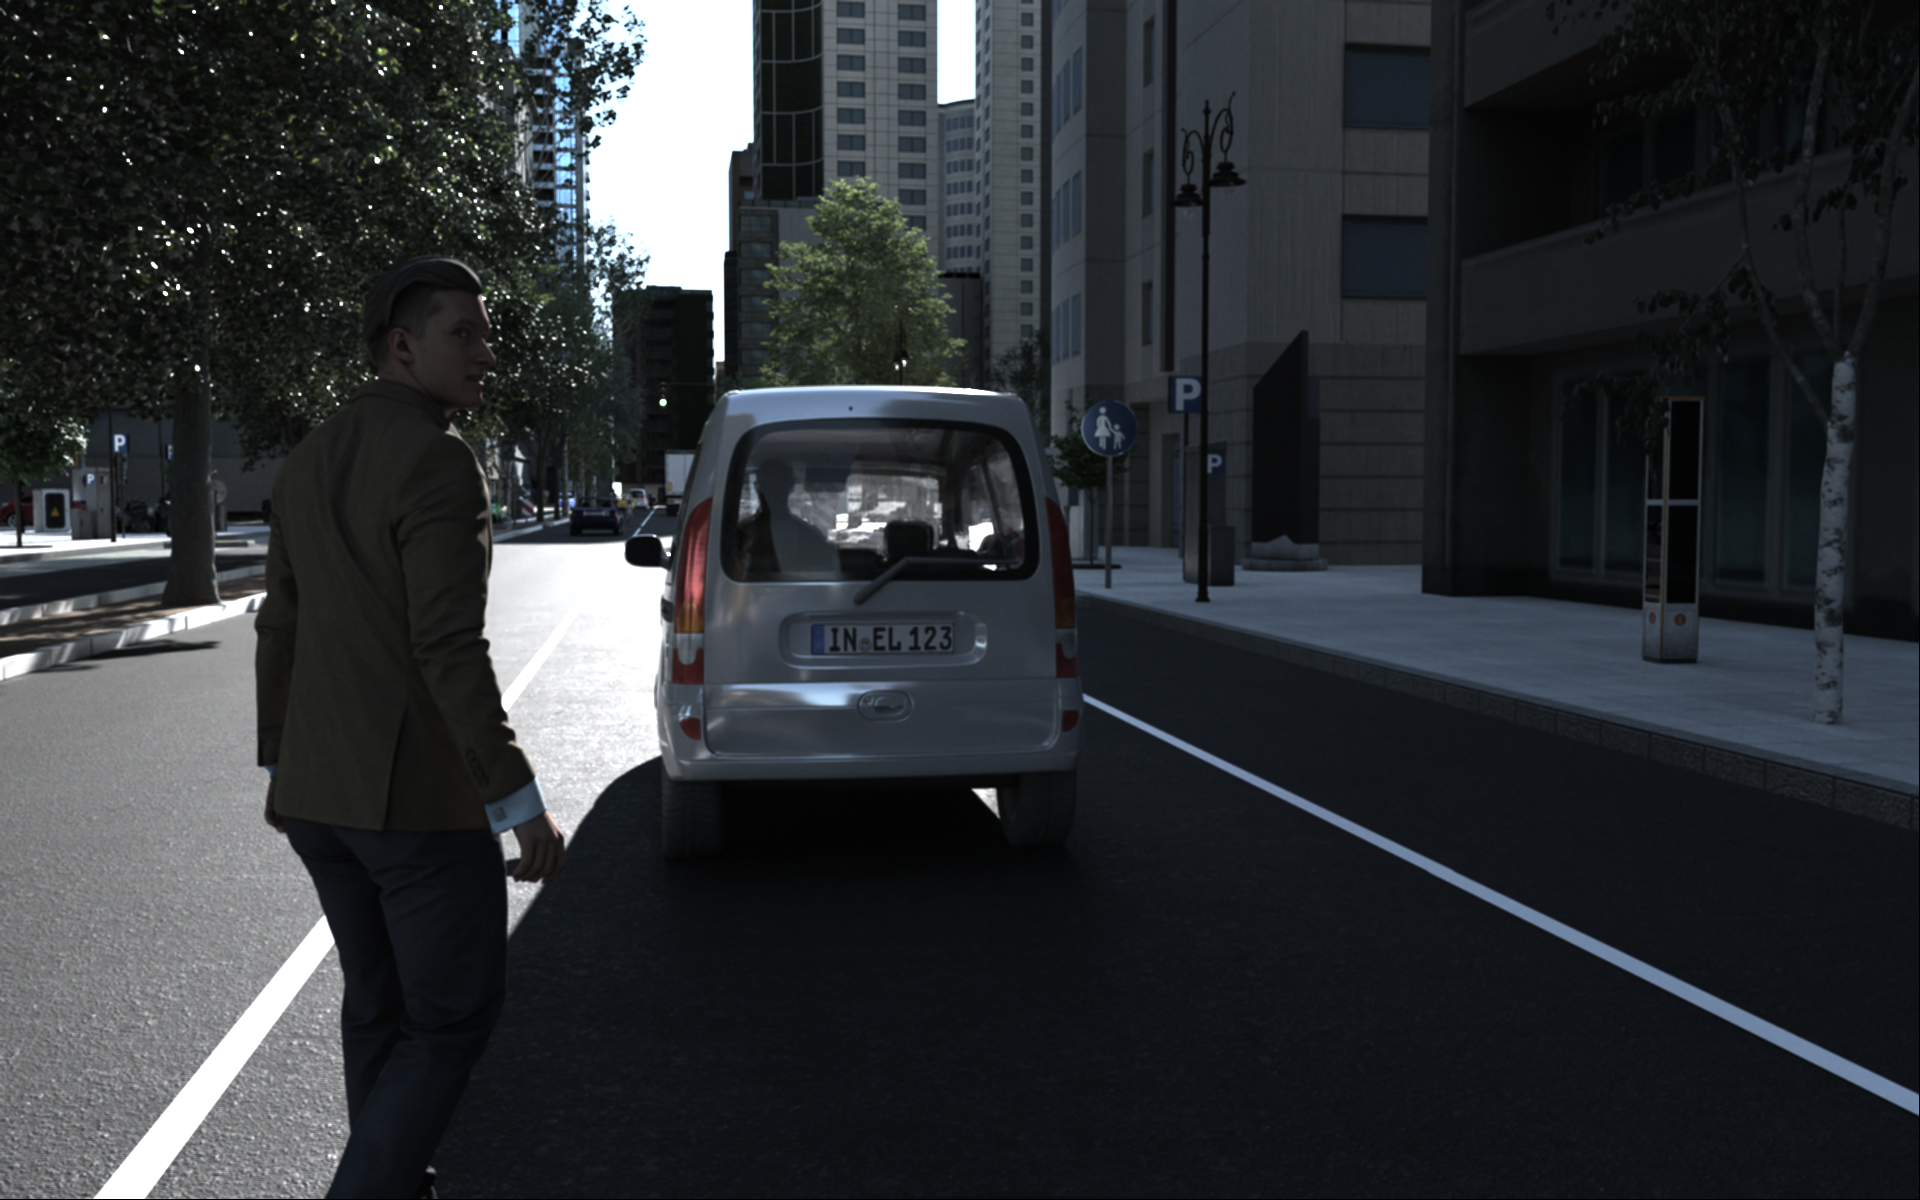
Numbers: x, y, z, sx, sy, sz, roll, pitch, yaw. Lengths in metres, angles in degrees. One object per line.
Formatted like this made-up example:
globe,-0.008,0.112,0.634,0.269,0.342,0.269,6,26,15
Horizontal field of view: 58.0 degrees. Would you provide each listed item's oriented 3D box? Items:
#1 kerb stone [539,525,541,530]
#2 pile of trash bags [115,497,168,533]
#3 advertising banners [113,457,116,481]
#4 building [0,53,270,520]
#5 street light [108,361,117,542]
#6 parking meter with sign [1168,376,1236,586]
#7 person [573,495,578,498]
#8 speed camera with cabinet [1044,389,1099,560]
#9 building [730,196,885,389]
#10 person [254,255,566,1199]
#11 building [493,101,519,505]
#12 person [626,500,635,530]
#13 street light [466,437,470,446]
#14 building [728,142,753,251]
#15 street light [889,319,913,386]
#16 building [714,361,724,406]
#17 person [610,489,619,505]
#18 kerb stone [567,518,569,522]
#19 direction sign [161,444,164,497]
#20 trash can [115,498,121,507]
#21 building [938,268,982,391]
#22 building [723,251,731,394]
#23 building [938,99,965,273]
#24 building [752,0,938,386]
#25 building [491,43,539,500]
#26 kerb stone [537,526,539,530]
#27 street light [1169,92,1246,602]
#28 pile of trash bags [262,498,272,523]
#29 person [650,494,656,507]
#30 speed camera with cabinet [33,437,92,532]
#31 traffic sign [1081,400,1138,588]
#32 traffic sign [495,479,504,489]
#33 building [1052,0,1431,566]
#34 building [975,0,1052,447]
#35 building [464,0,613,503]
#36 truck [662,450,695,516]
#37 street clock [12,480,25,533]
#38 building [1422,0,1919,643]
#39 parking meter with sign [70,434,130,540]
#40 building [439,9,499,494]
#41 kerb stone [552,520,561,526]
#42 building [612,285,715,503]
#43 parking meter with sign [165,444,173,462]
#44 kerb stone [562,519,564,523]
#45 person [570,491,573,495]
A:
kerb stone,-16.758,-2.827,68.453,0.120,0.150,1.000,-1,4,-10
pile of trash bags,-26.889,-2.941,57.846,1.912,1.369,3.447,1,4,18
advertising banners,-40.278,-5.223,81.584,2.074,3.025,0.090,2,4,35
building,-46.122,-30.987,95.876,28.713,52.752,27.495,-1,4,-10
street light,-22.542,-4.475,45.953,0.468,5.910,1.993,-1,4,-10
parking meter with sign,3.509,-1.748,24.838,0.543,3.016,1.738,-1,4,-11
person,-47.574,-12.588,214.303,0.705,1.826,1.348,1,4,16
speed camera with cabinet,2.133,-2.393,33.457,0.660,3.252,2.038,1,4,20
building,-15.107,-24.516,172.536,14.160,30.474,14.107,-1,4,-10
person,-0.944,0.336,2.922,0.656,1.842,0.836,1,4,8
building,-58.512,-34.145,177.873,23.786,49.044,30.456,-1,4,-10
person,-12.971,-3.353,68.337,0.382,1.210,0.505,-1,4,-22
street light,-36.494,-9.529,128.584,0.468,5.910,1.993,-1,4,-10
building,-22.304,-34.942,221.414,14.600,45.320,14.200,-1,4,-10
street light,-1.568,-4.479,46.018,0.468,5.910,1.993,-1,4,-10
building,-21.212,-25.027,254.226,28.899,21.520,27.650,-1,4,-10
person,-24.218,-6.887,121.197,0.616,1.811,0.778,1,4,14
kerb stone,-19.916,-3.973,87.146,0.120,0.150,1.000,-1,4,-10
direction sign,-36.094,-5.285,78.403,0.379,3.537,0.876,-1,4,-22
trash can,-29.904,-3.012,60.901,0.748,1.137,0.748,0,3,0
building,-5.215,-27.735,225.168,14.107,30.474,14.160,-1,4,-10
building,-21.287,-26.666,207.685,14.160,30.474,14.107,-1,4,-10
building,8.854,-43.557,254.150,28.212,58.520,21.231,-1,4,-10
building,-14.062,-45.952,189.568,20.563,71.187,20.611,-1,4,-10
building,-65.171,-37.805,207.347,27.495,52.752,28.713,-1,4,-10
kerb stone,-16.582,-2.761,67.447,0.120,0.150,1.000,-1,4,-10
street light,2.895,-2.916,20.472,0.468,5.910,1.993,-1,4,-10
pile of trash bags,-30.833,-4.239,79.058,1.912,1.369,3.447,-1,4,-20
person,-34.838,-11.285,196.245,0.697,1.427,0.421,1,4,11
speed camera with cabinet,-30.379,-3.948,58.884,0.660,3.252,2.038,2,4,35
traffic sign,2.018,-1.430,23.492,0.768,2.556,0.104,0,4,-3
traffic sign,-39.389,-9.047,148.023,0.768,2.556,0.104,0,4,-2
building,13.063,-30.736,44.530,21.231,58.520,28.212,-1,4,-10
building,12.276,-48.095,224.598,20.611,71.187,20.563,-1,4,-10
building,-64.876,-56.830,241.846,31.000,86.520,22.319,-1,4,-10
truck,-18.635,-7.825,116.851,2.839,4.237,11.283,-1,4,-10
street clock,-31.008,-3.214,57.116,0.471,2.002,0.358,3,4,38
building,18.233,-23.773,12.395,21.300,48.544,21.600,-1,4,-10
parking meter with sign,-24.489,-3.243,49.285,0.543,3.016,1.738,1,4,19
building,-49.793,-30.972,156.496,14.600,45.320,14.200,-1,4,-10
kerb stone,-18.886,-3.594,81.084,0.120,0.150,1.000,-1,4,-10
building,-41.566,-28.829,243.050,14.107,30.474,14.160,-1,4,-10
parking meter with sign,-26.881,-3.949,60.830,1.738,3.016,0.543,0,4,-6
kerb stone,-19.236,-3.725,83.098,0.120,0.150,1.000,-1,4,-10
person,-38.912,-10.020,173.011,0.721,1.739,1.217,-1,4,-17
